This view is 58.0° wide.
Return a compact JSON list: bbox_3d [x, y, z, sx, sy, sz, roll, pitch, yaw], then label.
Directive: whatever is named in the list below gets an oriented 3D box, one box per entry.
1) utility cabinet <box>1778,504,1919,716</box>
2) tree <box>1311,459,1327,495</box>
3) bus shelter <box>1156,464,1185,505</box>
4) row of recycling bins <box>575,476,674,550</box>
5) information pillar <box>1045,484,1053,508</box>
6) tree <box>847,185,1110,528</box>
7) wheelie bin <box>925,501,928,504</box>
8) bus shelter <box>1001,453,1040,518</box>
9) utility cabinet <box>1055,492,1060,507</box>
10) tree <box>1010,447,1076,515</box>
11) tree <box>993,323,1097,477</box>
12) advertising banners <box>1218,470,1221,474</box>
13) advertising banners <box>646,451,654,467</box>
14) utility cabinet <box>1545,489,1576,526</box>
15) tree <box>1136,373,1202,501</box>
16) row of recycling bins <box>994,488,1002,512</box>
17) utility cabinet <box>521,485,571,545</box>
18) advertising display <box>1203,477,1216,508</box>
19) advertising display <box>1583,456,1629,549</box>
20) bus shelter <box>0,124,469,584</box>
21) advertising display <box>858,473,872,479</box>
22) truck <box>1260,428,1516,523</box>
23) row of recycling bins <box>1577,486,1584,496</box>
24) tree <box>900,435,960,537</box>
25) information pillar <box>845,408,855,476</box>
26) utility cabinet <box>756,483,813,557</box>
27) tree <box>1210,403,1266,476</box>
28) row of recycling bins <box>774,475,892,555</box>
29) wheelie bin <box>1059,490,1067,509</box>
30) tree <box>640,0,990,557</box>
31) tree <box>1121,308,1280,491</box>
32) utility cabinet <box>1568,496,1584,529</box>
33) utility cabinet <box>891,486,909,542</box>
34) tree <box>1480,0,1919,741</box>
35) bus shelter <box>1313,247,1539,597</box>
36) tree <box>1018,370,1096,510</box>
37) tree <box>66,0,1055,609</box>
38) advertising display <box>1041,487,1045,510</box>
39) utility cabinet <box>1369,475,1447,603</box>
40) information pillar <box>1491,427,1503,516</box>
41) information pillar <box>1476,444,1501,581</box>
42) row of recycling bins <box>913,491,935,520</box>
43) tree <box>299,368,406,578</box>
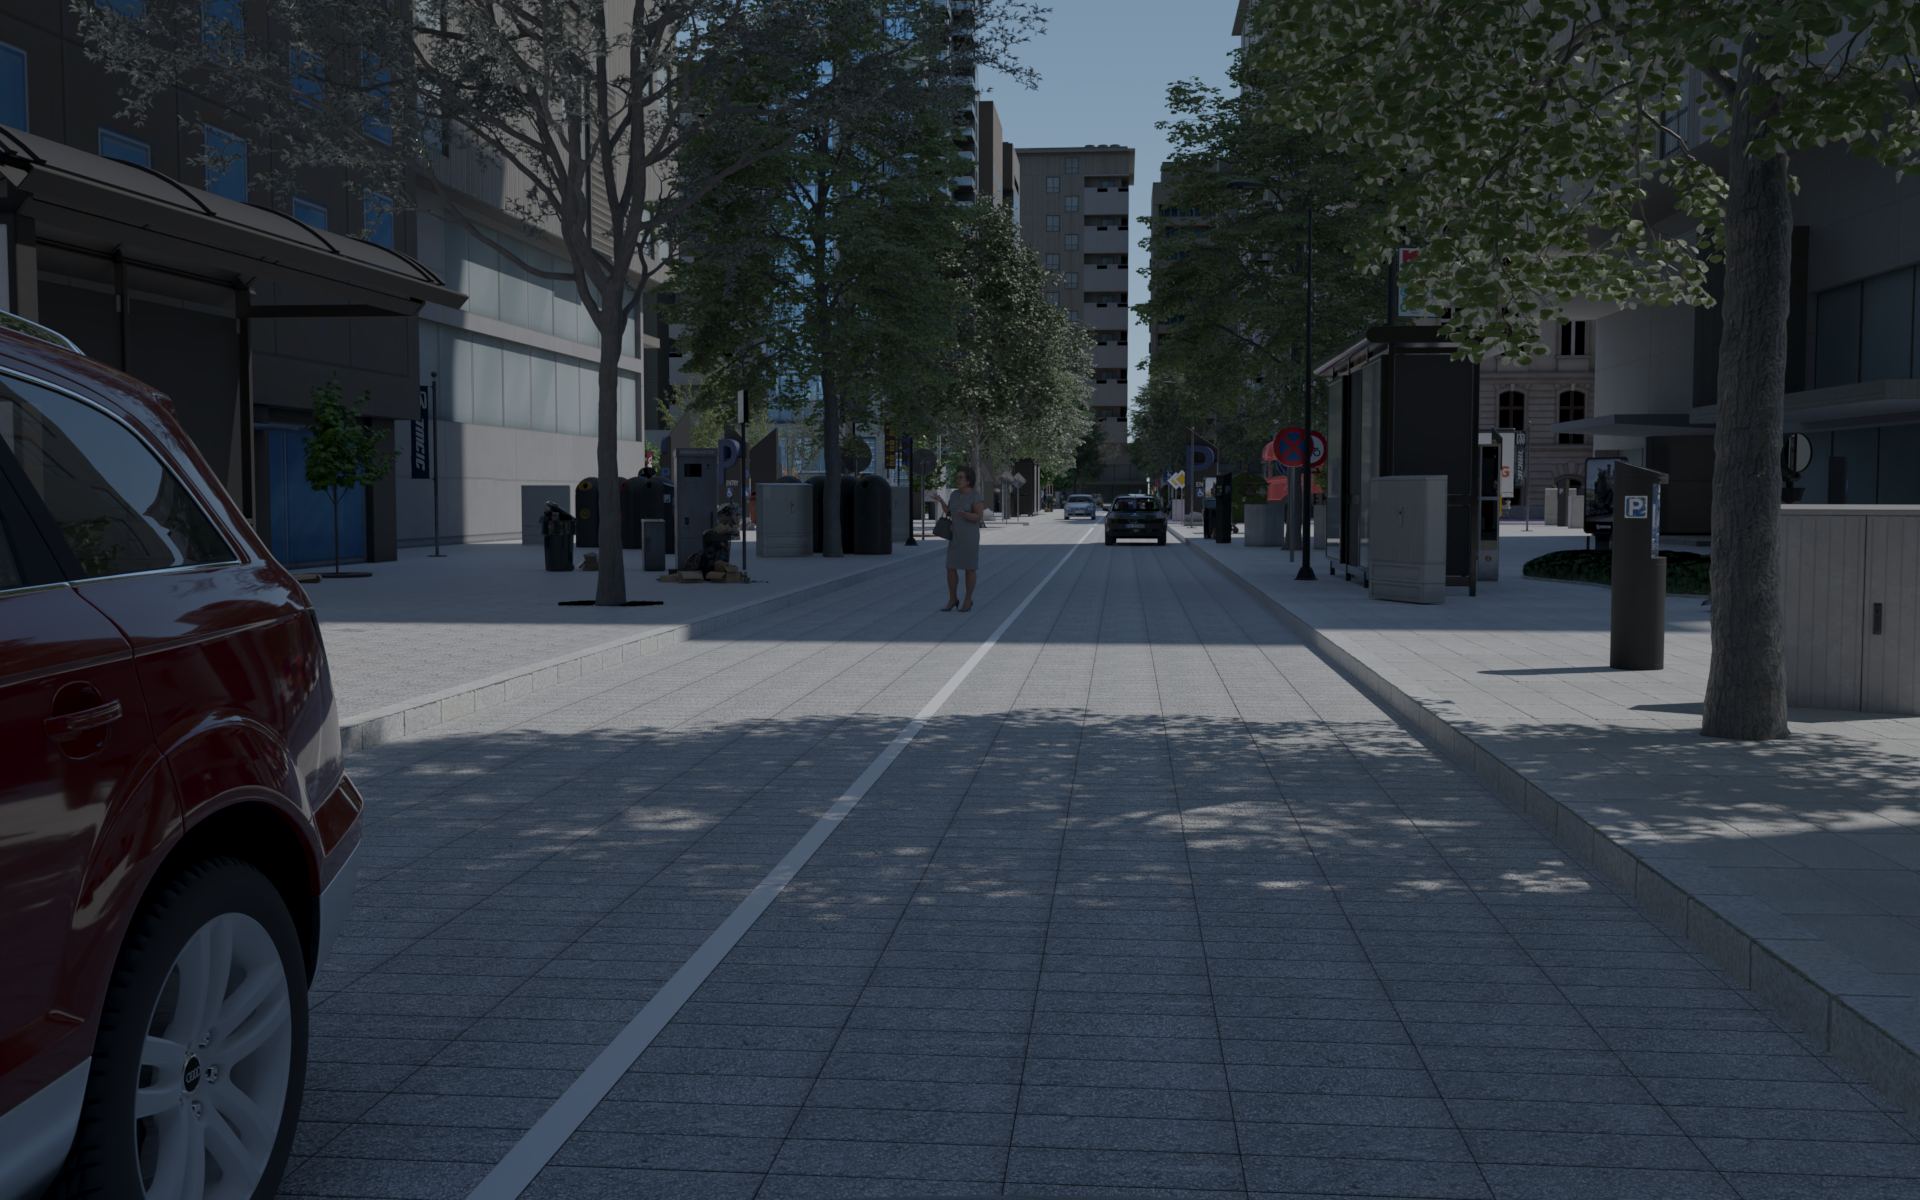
[{"bbox_3d":[5.295,0.050,10.343,1.020,1.237,0.306,3,4,38],"label":"utility cabinet"},{"bbox_3d":[14.921,-4.589,69.636,1.663,3.219,1.824,0,3,0],"label":"tree"},{"bbox_3d":[14.452,-7.594,118.086,2.014,3.302,5.546,0,4,5],"label":"bus shelter"},{"bbox_3d":[-7.889,-2.069,40.940,3.534,1.692,1.069,3,5,44],"label":"row of recycling bins"},{"bbox_3d":[6.612,-7.520,127.447,0.304,2.012,0.304,-2,4,-34],"label":"information pillar"},{"bbox_3d":[0.512,-9.050,64.973,9.611,12.733,9.660,0,3,0],"label":"tree"},{"bbox_3d":[-3.156,-9.013,155.270,0.693,1.594,0.980,-3,4,-38],"label":"wheelie bin"},{"bbox_3d":[3.464,-7.410,98.782,2.179,5.291,8.768,0,4,6],"label":"bus shelter"},{"bbox_3d":[8.687,-8.883,153.914,0.318,1.500,1.173,1,4,12],"label":"utility cabinet"},{"bbox_3d":[4.551,-7.615,108.226,4.285,4.588,4.351,0,3,0],"label":"tree"},{"bbox_3d":[4.710,-12.997,119.155,9.857,13.997,8.962,0,3,0],"label":"tree"},{"bbox_3d":[18.795,-8.004,127.058,0.090,3.025,2.074,0,4,-8],"label":"advertising banners"},{"bbox_3d":[-12.924,-4.513,69.982,0.090,3.025,2.074,1,4,23],"label":"advertising banners"},{"bbox_3d":[24.050,-3.712,69.374,1.173,1.500,0.318,1,4,17],"label":"utility cabinet"},{"bbox_3d":[12.394,-9.228,101.239,4.360,8.622,3.978,0,3,0],"label":"tree"},{"bbox_3d":[2.940,-7.095,123.123,3.534,1.692,1.069,3,4,38],"label":"row of recycling bins"},{"bbox_3d":[-10.343,-2.118,43.305,1.173,1.500,0.318,0,4,-7],"label":"utility cabinet"},{"bbox_3d":[9.487,-3.607,64.184,0.974,1.923,0.123,-1,4,-15],"label":"advertising display"},{"bbox_3d":[11.227,-1.524,30.133,0.123,1.923,0.974,-1,4,-20],"label":"advertising display"},{"bbox_3d":[-5.193,-1.060,11.260,2.014,3.302,5.546,0,4,5],"label":"bus shelter"},{"bbox_3d":[-3.139,-2.978,53.897,0.974,1.923,0.123,-3,5,-42],"label":"advertising display"},{"bbox_3d":[18.100,-5.286,75.344,11.283,4.237,2.839,0,4,6],"label":"truck"},{"bbox_3d":[44.172,-6.861,119.292,3.534,1.692,1.069,0,4,-8],"label":"row of recycling bins"},{"bbox_3d":[-1.134,-3.503,51.881,1.663,3.219,1.824,0,3,0],"label":"tree"},{"bbox_3d":[-2.992,-3.414,47.177,0.183,3.616,0.504,-2,4,-29],"label":"information pillar"},{"bbox_3d":[-3.577,-1.632,35.361,1.173,1.500,0.318,-3,4,-36],"label":"utility cabinet"},{"bbox_3d":[19.017,-10.297,118.717,4.737,8.622,4.395,0,3,0],"label":"tree"},{"bbox_3d":[-2.818,-1.875,37.772,3.534,1.692,1.069,3,5,43],"label":"row of recycling bins"},{"bbox_3d":[8.973,-8.715,150.398,0.693,1.594,0.980,0,4,-4],"label":"wheelie bin"},{"bbox_3d":[-2.874,-7.122,34.575,7.486,12.596,7.792,0,3,0],"label":"tree"},{"bbox_3d":[12.240,-9.203,84.884,7.601,10.594,8.767,-1,4,-11],"label":"tree"},{"bbox_3d":[23.125,-3.253,64.355,1.020,1.237,0.306,-1,4,-10],"label":"utility cabinet"},{"bbox_3d":[-1.850,-2.268,45.764,1.173,1.500,0.318,-3,5,-44],"label":"utility cabinet"},{"bbox_3d":[4.308,-5.523,8.431,7.486,12.596,7.792,0,3,0],"label":"tree"},{"bbox_3d":[6.522,-2.946,25.795,2.179,5.291,8.768,0,4,5],"label":"bus shelter"},{"bbox_3d":[7.632,-13.348,143.999,9.928,11.665,9.643,0,3,0],"label":"tree"},{"bbox_3d":[-4.070,-6.688,19.721,12.009,13.543,11.850,0,3,0],"label":"tree"},{"bbox_3d":[6.678,-8.200,139.286,0.123,1.923,0.974,-1,4,-11],"label":"advertising display"},{"bbox_3d":[5.297,-0.727,20.562,0.318,1.500,1.173,-1,4,-19],"label":"utility cabinet"},{"bbox_3d":[18.534,-4.192,59.886,0.183,3.616,0.504,-2,4,-25],"label":"information pillar"},{"bbox_3d":[7.779,-1.286,25.516,0.304,2.012,0.304,1,4,11],"label":"information pillar"},{"bbox_3d":[-2.508,-4.849,86.389,3.534,1.692,1.069,1,4,12],"label":"row of recycling bins"},{"bbox_3d":[-9.652,-1.959,26.626,1.663,3.219,1.824,0,3,0],"label":"tree"}]
